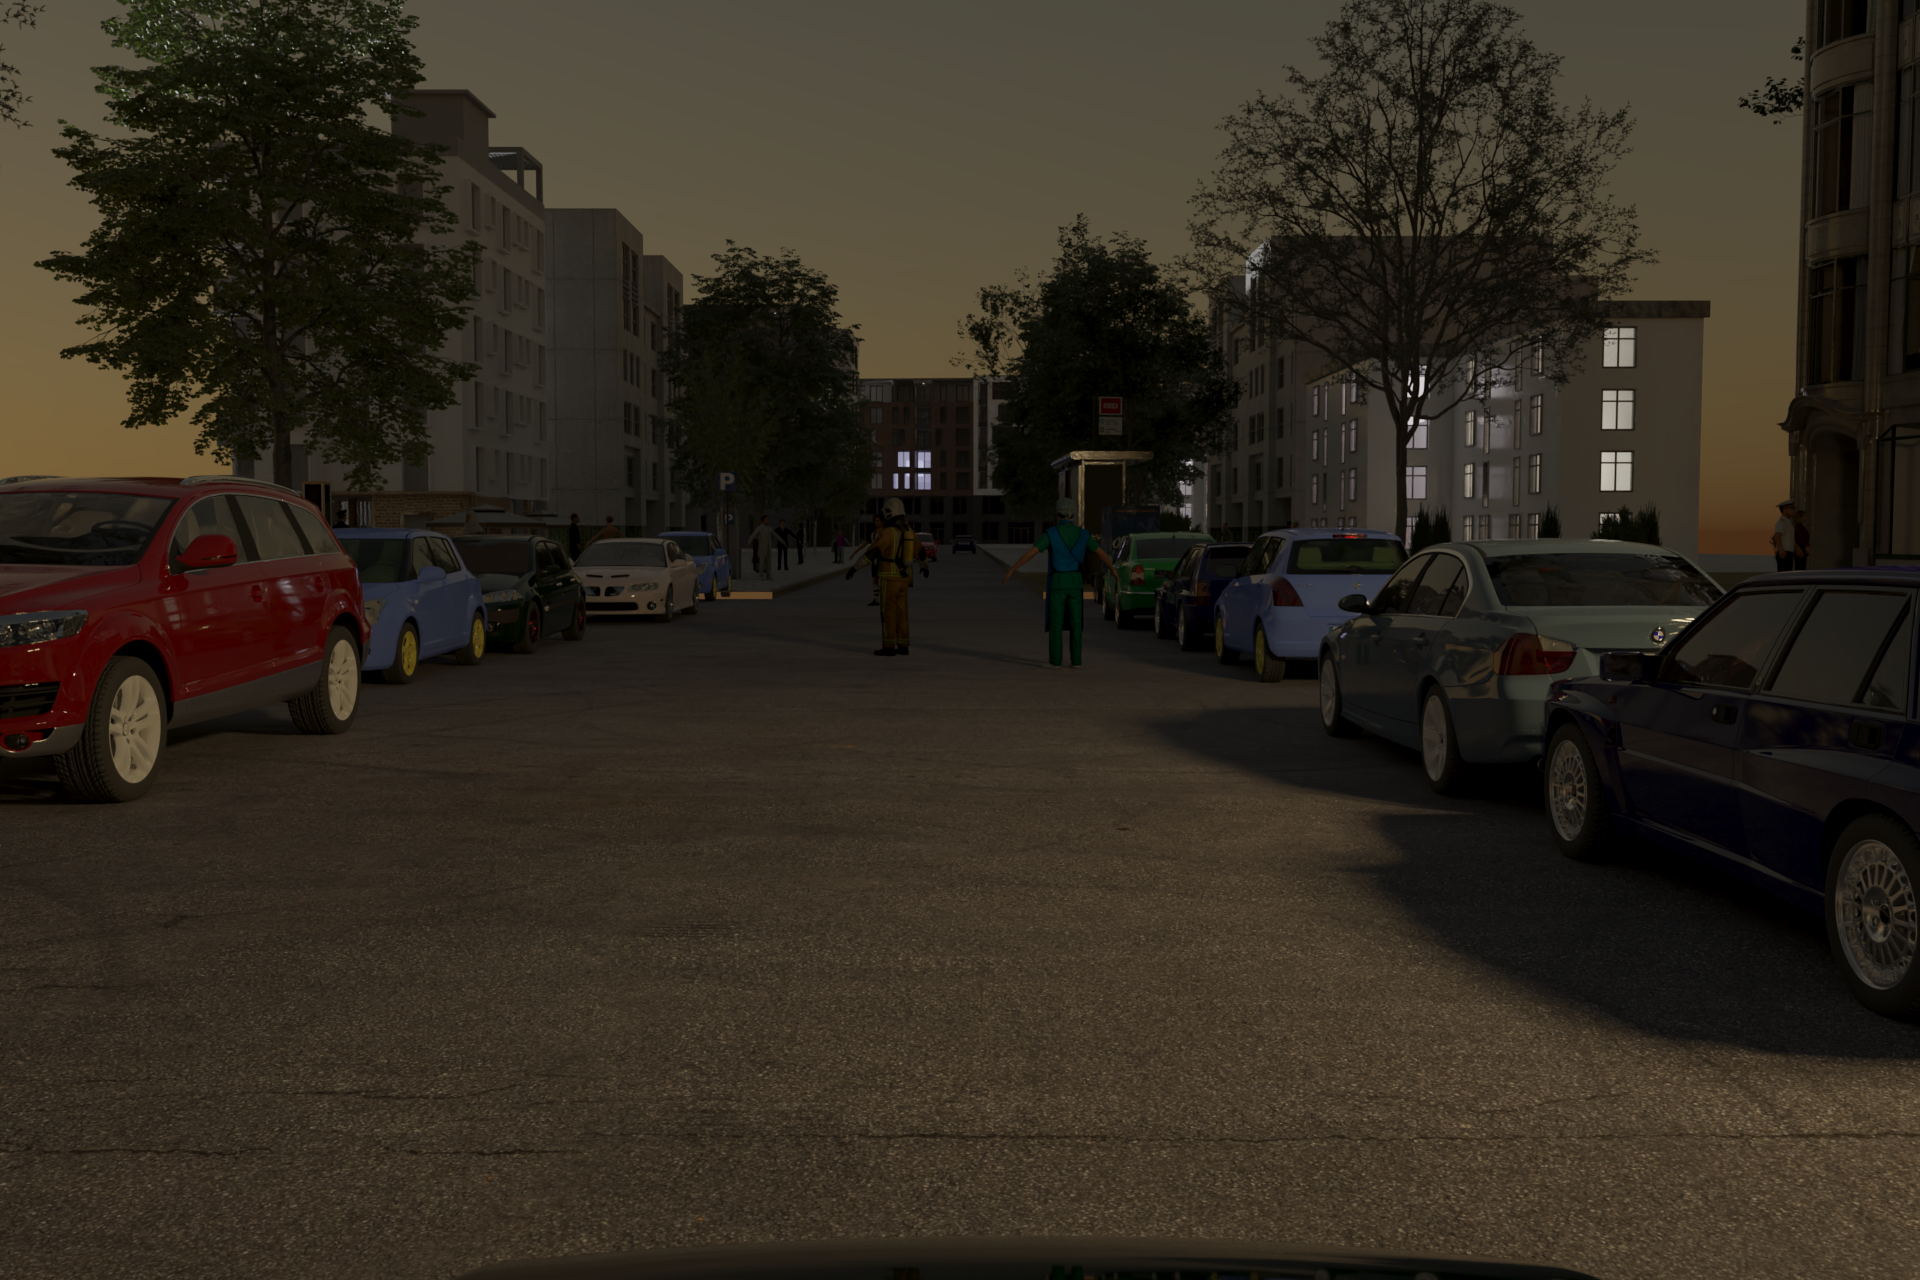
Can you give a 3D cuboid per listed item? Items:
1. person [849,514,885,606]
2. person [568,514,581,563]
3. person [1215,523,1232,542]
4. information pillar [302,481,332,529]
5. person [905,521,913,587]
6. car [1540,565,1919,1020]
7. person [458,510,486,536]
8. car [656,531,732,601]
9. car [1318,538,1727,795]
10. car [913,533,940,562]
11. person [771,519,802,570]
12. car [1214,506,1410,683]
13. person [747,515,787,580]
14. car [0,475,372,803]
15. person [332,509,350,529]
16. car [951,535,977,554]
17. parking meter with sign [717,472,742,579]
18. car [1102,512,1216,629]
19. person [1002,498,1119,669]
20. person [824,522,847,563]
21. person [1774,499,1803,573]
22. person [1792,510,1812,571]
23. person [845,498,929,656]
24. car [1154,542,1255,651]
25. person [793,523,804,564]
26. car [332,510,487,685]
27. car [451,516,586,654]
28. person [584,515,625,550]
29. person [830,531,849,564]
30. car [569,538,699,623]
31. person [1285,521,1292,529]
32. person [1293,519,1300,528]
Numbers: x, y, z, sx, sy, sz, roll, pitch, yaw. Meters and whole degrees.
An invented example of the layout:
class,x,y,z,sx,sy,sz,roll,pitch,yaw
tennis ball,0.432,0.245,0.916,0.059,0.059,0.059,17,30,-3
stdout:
class,x,y,z,sx,sy,sz,roll,pitch,yaw
person,-1.608,-1.579,34.414,1.345,1.843,0.704,2,4,34
person,-9.877,-2.344,44.554,0.704,1.802,1.346,-1,4,-13
person,11.920,-4.382,77.914,0.705,1.796,1.348,-2,4,-24
information pillar,-9.010,-1.212,24.312,0.304,2.012,0.304,0,4,-1
person,-1.405,-2.331,46.848,0.705,1.796,1.348,0,4,-8
car,3.547,0.374,6.461,1.945,1.354,3.894,0,4,-1
person,-9.439,-1.618,33.222,1.217,1.736,0.721,2,4,33
car,-6.065,-1.746,38.138,1.945,1.707,3.694,0,3,0
car,3.469,0.074,10.789,2.014,1.417,4.499,0,3,0
car,-2.100,-4.985,90.549,2.155,1.783,4.494,0,4,0
person,-6.260,-3.362,61.160,1.347,1.806,0.705,-1,4,-13
car,3.697,-0.514,18.002,1.945,1.707,3.694,0,4,-1
person,-5.445,-2.592,48.565,1.347,1.806,0.705,-3,5,-41
car,-5.419,-0.137,10.916,2.281,1.827,5.304,0,3,0
person,-13.840,-2.015,38.874,1.347,1.837,0.705,2,4,27
car,0.301,-6.923,125.772,1.945,1.354,3.894,0,4,0
parking meter with sign,-6.510,-3.241,49.249,0.543,3.016,1.738,0,4,-1
car,3.257,-1.142,27.463,1.959,1.807,4.718,0,4,0
person,1.108,-0.605,18.482,1.347,1.817,0.704,-1,4,-19
person,-5.421,-4.297,76.380,1.348,1.813,0.705,3,4,38
person,13.455,-1.369,28.179,0.704,1.855,1.343,3,4,37
person,16.003,-1.591,32.820,0.721,1.729,1.215,1,4,21
person,-0.794,-0.748,20.452,0.705,1.858,1.354,3,5,42
car,3.551,-0.608,22.529,1.945,1.354,3.894,0,4,0
person,-6.829,-4.066,73.192,0.721,1.740,1.216,1,4,11
car,-6.077,-0.490,17.609,1.945,1.707,3.694,0,3,0
car,-5.936,-0.742,21.919,2.009,1.686,4.222,0,3,0
person,-8.458,-2.128,41.589,1.217,1.733,0.721,-3,5,-42
person,-5.123,-3.954,73.907,0.991,1.433,0.599,2,4,29
car,-5.610,-1.050,29.530,2.083,1.381,4.827,0,3,0
person,13.453,-3.953,70.767,1.346,1.812,0.704,1,4,16
person,11.005,-3.106,57.255,0.721,1.772,1.216,1,4,9
